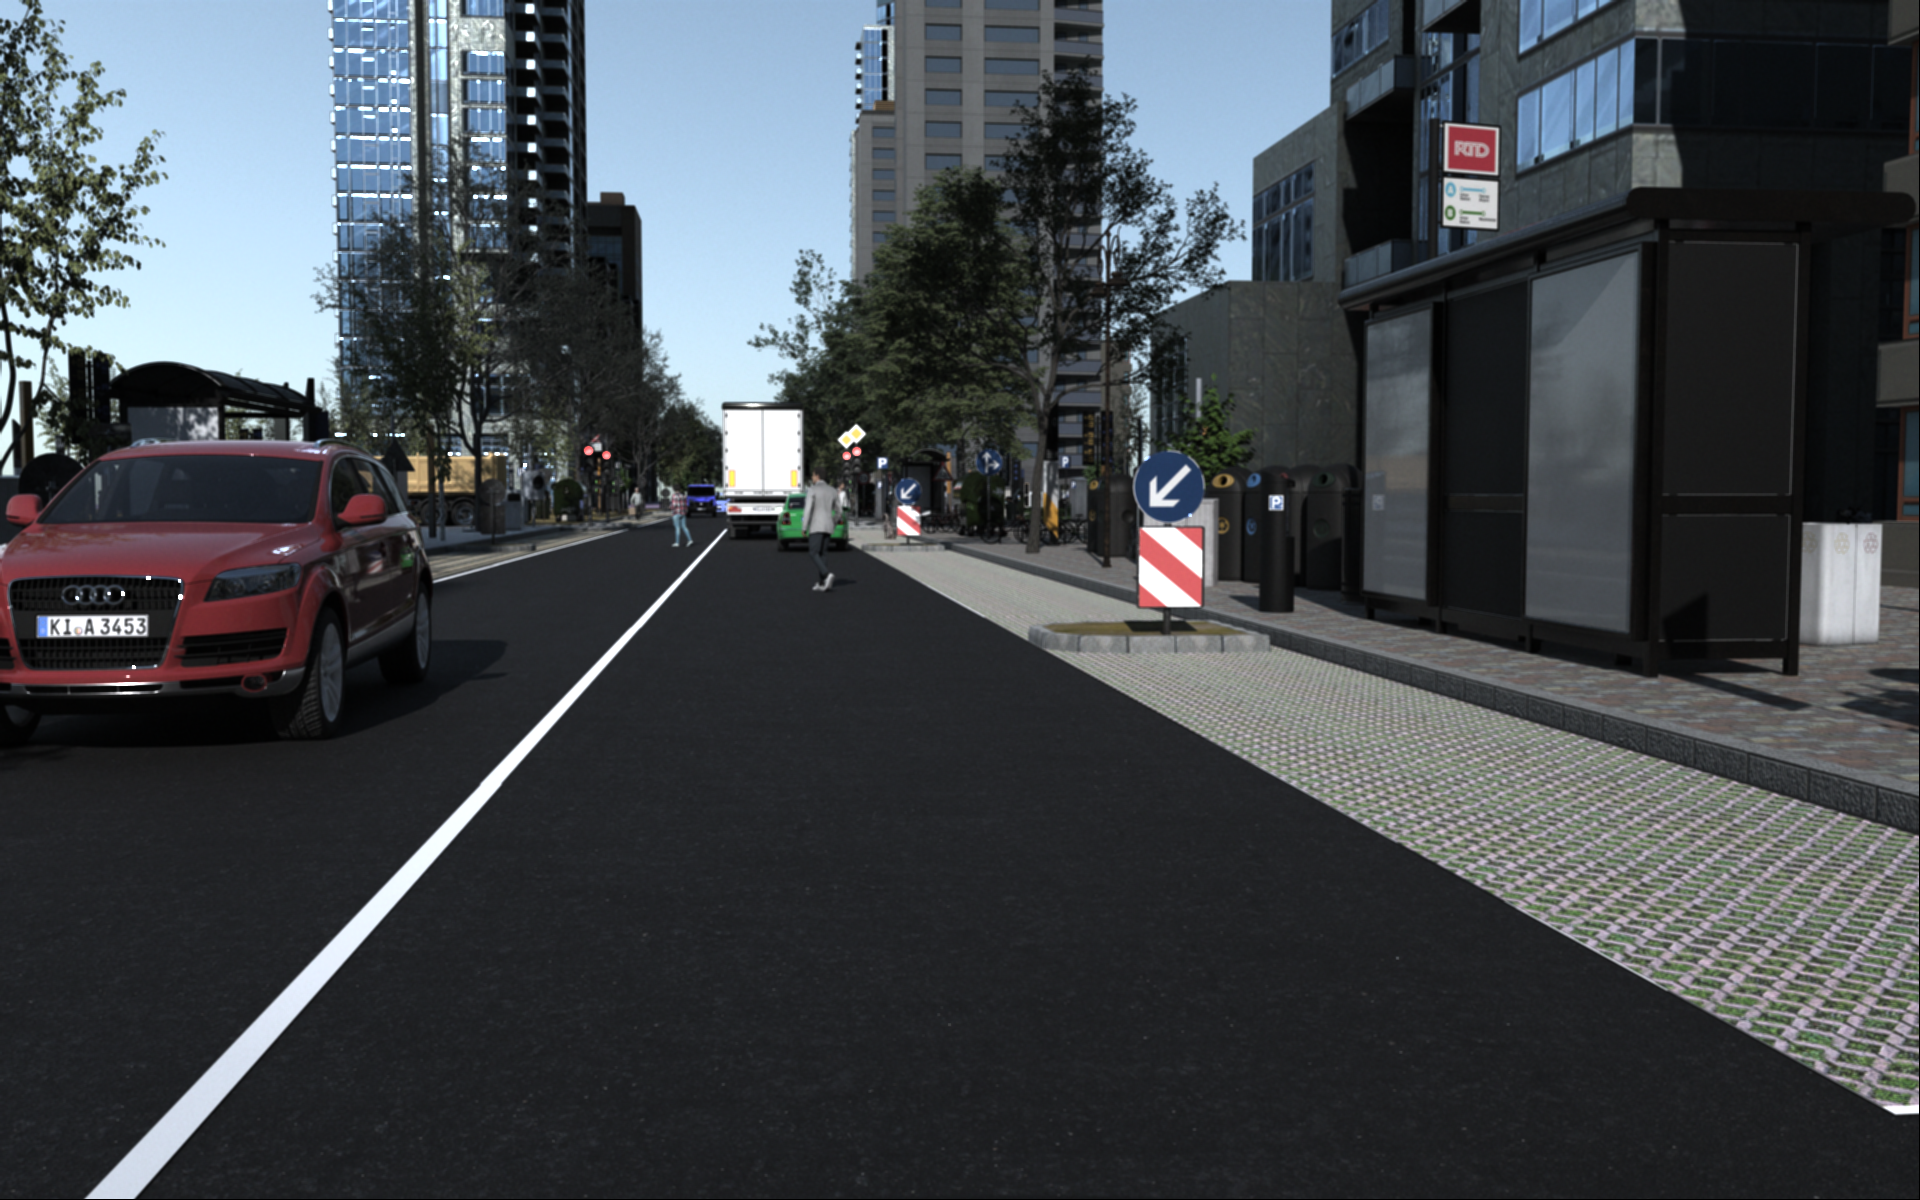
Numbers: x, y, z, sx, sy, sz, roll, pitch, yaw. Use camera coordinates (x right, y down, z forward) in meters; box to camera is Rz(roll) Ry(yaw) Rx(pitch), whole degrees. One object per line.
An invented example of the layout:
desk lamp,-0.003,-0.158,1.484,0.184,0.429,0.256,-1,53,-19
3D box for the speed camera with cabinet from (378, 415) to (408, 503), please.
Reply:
speed camera with cabinet,-14.936,-3.004,43.450,2.038,3.252,0.660,1,4,10

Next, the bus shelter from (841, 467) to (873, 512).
bus shelter,-7.384,-7.955,123.994,2.014,3.302,5.546,0,4,-7

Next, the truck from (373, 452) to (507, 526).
truck,-23.906,-4.626,71.562,9.791,3.379,3.469,0,4,-5

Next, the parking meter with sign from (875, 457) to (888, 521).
parking meter with sign,-3.806,-5.294,82.820,0.543,3.016,1.738,-1,4,-9

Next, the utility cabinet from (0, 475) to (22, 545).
utility cabinet,-11.161,-0.717,20.406,1.173,1.500,0.318,-1,4,-17

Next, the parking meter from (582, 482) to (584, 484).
parking meter,-18.258,-4.728,83.019,0.399,1.863,0.255,1,4,13

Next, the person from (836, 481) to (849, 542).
person,-3.659,-2.635,51.691,0.679,1.850,0.850,-3,5,-44

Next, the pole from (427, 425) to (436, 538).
pole,-15.517,-3.488,50.865,0.158,3.312,0.155,0,3,0

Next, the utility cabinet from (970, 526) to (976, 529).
utility cabinet,0.608,-3.211,63.667,0.306,1.237,1.020,1,4,13

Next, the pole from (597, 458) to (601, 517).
pole,-20.418,-6.372,98.018,0.158,3.312,0.155,0,3,0

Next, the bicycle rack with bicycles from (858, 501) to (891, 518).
bicycle rack with bicycles,-3.934,-4.930,93.982,2.852,0.926,2.925,-2,4,-32

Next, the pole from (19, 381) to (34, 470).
pole,-16.868,-2.294,31.354,0.158,3.312,0.155,0,3,0

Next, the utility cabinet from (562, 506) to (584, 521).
utility cabinet,-18.476,-4.509,82.405,1.173,1.500,0.318,1,4,17

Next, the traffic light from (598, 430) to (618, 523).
traffic light,-15.474,-5.331,76.075,0.839,4.253,0.868,0,4,-7

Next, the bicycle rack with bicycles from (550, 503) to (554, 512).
bicycle rack with bicycles,-30.936,-6.818,124.848,2.925,0.926,2.852,0,4,5

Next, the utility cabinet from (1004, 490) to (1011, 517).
utility cabinet,2.258,-5.403,97.018,1.173,1.500,0.318,-2,4,-26

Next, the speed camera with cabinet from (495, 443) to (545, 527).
speed camera with cabinet,-17.002,-4.441,66.944,0.660,3.252,2.038,2,4,34

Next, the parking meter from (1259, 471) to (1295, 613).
parking meter,3.451,-0.638,18.839,0.372,1.533,0.369,0,3,0

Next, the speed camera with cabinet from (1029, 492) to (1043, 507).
speed camera with cabinet,5.598,-7.578,118.242,2.038,3.252,0.660,-1,4,-16

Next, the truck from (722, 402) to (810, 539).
truck,-6.499,-4.257,58.520,2.839,4.237,11.283,0,4,-5

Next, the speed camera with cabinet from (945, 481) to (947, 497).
speed camera with cabinet,-1.844,-9.032,142.013,2.038,3.252,0.660,1,4,21

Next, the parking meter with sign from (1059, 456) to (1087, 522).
parking meter with sign,5.516,-5.115,79.892,1.738,3.016,0.543,-3,4,-37

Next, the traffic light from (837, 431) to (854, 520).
traffic light,-5.084,-5.405,77.292,0.839,4.253,0.868,0,4,-7

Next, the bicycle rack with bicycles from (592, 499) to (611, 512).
bicycle rack with bicycles,-25.956,-6.875,125.785,2.852,0.926,2.925,0,4,-5

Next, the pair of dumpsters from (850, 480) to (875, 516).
pair of dumpsters,-5.783,-6.295,105.417,1.574,2.255,4.437,0,4,-7

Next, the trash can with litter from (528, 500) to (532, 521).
trash can with litter,-20.436,-4.262,81.074,0.624,1.170,1.055,-3,4,-37

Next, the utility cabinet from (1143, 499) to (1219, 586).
utility cabinet,3.094,-0.804,24.313,1.020,1.237,0.306,1,4,22

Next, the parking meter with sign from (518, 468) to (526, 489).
parking meter with sign,-29.032,-7.321,115.967,0.543,3.016,1.738,0,4,5

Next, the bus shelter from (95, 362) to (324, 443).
bus shelter,-12.459,-2.161,29.250,2.014,3.302,5.546,0,4,-6

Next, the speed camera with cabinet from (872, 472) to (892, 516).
speed camera with cabinet,-4.696,-6.590,102.079,0.660,3.252,2.038,-1,4,-15

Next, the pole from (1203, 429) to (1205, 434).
pole,7.012,-3.398,49.401,0.158,3.312,0.155,0,3,0

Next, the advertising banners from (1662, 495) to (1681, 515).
advertising banners,7.544,-1.378,18.712,0.090,3.025,2.074,0,4,-3

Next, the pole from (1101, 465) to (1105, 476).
pole,4.196,-3.457,50.367,0.158,3.312,0.155,0,3,0

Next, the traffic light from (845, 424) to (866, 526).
traffic light,-4.164,-4.920,69.360,0.839,4.253,0.868,0,4,-7

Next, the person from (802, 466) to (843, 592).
person,-1.999,-1.052,25.539,0.661,1.843,0.795,-3,4,-39

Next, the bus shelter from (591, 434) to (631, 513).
bus shelter,-23.930,-8.624,118.632,2.179,5.291,8.768,0,4,-7

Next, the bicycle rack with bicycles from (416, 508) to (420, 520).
bicycle rack with bicycles,-26.876,-4.420,85.642,2.852,0.926,2.925,2,4,35

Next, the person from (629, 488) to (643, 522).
person,-16.815,-4.941,89.771,0.515,1.767,0.782,3,5,42

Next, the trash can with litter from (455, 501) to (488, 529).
trash can with litter,-17.378,-3.214,63.600,1.678,1.210,2.233,-3,5,-43

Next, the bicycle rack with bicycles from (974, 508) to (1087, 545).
bicycle rack with bicycles,2.265,-1.933,44.990,2.925,0.926,2.852,1,4,22

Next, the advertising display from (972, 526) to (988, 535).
advertising display,0.664,-3.031,54.769,0.123,1.923,0.974,2,4,35

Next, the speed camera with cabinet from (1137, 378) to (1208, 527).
speed camera with cabinet,3.718,-2.199,30.283,0.660,3.252,2.038,-1,4,-15

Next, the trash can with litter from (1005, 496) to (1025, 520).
trash can with litter,2.502,-4.237,80.667,0.624,1.170,1.055,3,5,43

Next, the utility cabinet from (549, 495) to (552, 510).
utility cabinet,-32.918,-7.736,137.637,1.020,1.237,0.306,2,4,24

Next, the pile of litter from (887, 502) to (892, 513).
pile of litter,-4.495,-6.234,115.891,1.176,0.858,1.719,0,4,1

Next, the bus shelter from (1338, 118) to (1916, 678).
bus shelter,5.107,-2.362,16.254,2.179,5.291,8.768,0,4,-6

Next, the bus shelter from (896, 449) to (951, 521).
bus shelter,-1.728,-5.269,80.079,2.014,3.302,5.546,0,4,-7

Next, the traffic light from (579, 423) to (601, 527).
traffic light,-14.554,-4.845,68.143,0.839,4.253,0.868,0,4,-7

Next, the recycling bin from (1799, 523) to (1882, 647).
recycling bin,7.407,-0.147,14.960,0.722,1.027,0.722,-2,4,-25

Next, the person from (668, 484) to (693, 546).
person,-7.679,-2.333,47.484,0.643,1.720,0.563,3,4,37

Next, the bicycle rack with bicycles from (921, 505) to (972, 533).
bicycle rack with bicycles,0.077,-2.702,57.562,2.925,0.926,2.852,0,4,-6

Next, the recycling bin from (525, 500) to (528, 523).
recycling bin,-19.554,-3.907,76.425,0.722,1.027,0.722,3,4,39

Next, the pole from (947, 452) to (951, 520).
pole,-0.539,-5.522,84.131,0.158,3.312,0.155,0,3,0

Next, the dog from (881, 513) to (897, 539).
dog,-2.268,-2.322,54.803,0.513,0.831,0.800,0,4,2

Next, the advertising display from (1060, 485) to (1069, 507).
advertising display,7.210,-6.983,119.393,0.123,1.923,0.974,3,4,37

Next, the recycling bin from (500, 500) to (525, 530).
recycling bin,-16.006,-3.008,61.730,0.722,1.027,0.722,-1,4,-10

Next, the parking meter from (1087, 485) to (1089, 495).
parking meter,7.519,-5.950,102.989,0.255,1.863,0.399,-2,4,-34
